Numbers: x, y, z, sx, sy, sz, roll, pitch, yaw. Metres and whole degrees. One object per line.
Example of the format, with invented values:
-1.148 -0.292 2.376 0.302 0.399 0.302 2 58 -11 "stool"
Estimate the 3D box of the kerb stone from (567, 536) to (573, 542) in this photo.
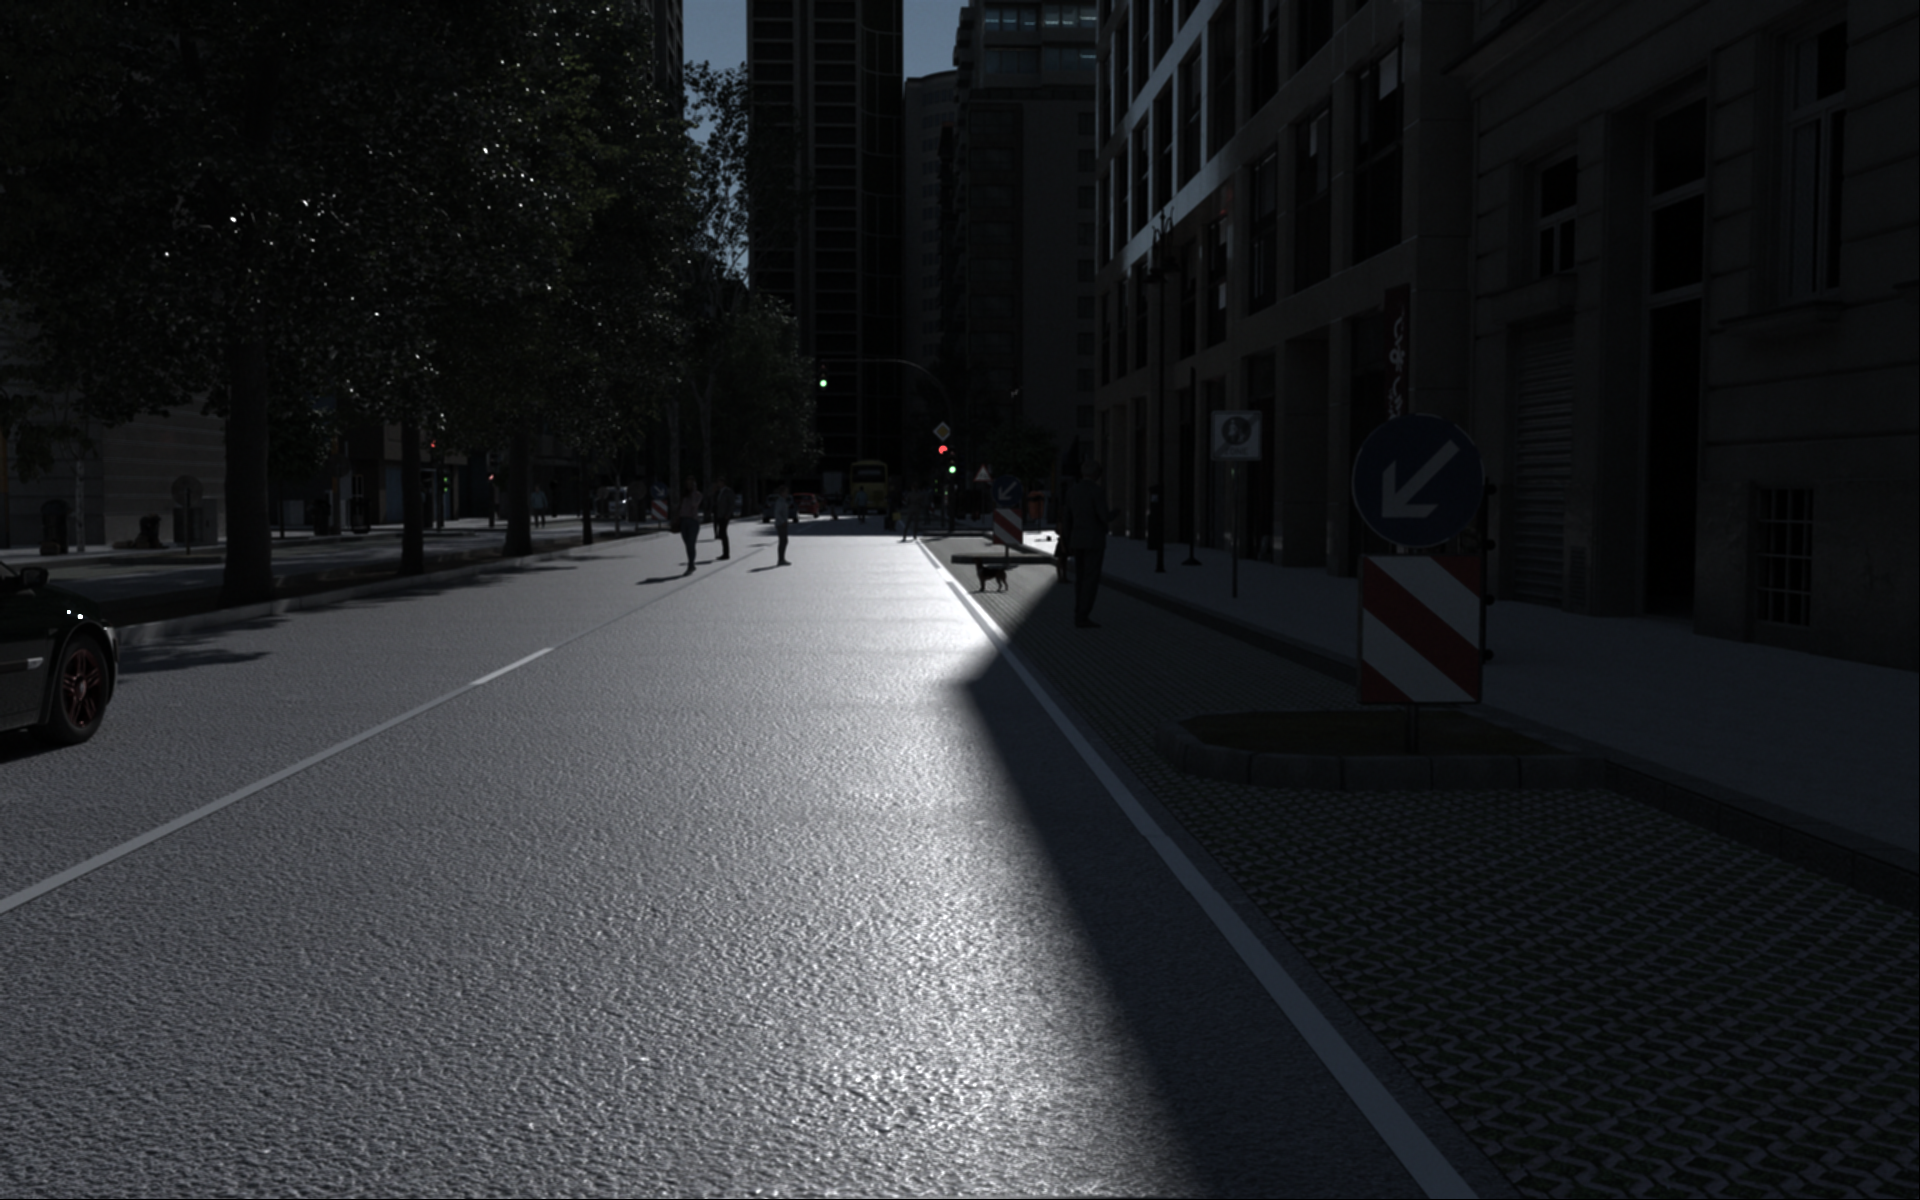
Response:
-11.780 -1.801 51.649 0.120 0.150 1.000 0 4 -3 "kerb stone"

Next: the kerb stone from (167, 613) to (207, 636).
-8.064 0.266 17.896 0.120 0.150 1.000 0 4 -3 "kerb stone"

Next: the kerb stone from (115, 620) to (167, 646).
-8.015 0.326 16.870 0.120 0.150 1.000 0 4 -3 "kerb stone"

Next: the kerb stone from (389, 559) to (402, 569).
-10.908 -0.673 33.192 0.120 0.150 1.000 0 4 -3 "kerb stone"

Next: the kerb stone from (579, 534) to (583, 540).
-11.864 -1.927 53.701 0.120 0.150 1.000 0 4 -3 "kerb stone"

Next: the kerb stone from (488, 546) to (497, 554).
-11.286 -1.171 41.379 0.120 0.150 1.000 0 4 -3 "kerb stone"

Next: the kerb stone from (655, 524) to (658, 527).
-12.713 -3.021 71.596 0.120 0.150 1.000 0 4 -3 "kerb stone"

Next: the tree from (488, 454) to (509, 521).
-21.819 -5.442 83.578 1.663 3.219 1.824 0 3 0 "tree"

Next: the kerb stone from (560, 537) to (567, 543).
-11.728 -1.736 50.629 0.120 0.150 1.000 0 4 -3 "kerb stone"

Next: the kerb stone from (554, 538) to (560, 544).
-11.672 -1.676 49.601 0.120 0.150 1.000 0 4 -3 "kerb stone"

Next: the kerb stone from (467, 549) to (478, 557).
-11.188 -1.048 39.330 0.120 0.150 1.000 0 4 -3 "kerb stone"

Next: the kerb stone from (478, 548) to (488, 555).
-11.232 -1.102 40.358 0.120 0.150 1.000 0 4 -3 "kerb stone"

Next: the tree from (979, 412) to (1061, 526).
2.397 -5.225 69.145 4.285 4.588 4.351 0 3 0 "tree"

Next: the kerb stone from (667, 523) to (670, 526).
-12.915 -3.273 75.706 0.120 0.150 1.000 0 4 -3 "kerb stone"

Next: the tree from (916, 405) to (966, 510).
-0.849 -11.459 137.712 4.360 8.622 3.978 0 3 0 "tree"

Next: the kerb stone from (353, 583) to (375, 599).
-8.366 -0.113 24.038 0.120 0.150 1.000 0 4 -3 "kerb stone"

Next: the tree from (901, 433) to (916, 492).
-4.278 -14.384 185.545 4.360 8.622 3.978 0 3 0 "tree"

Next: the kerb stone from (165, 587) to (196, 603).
-10.416 -0.046 22.953 0.120 0.150 1.000 0 4 -3 "kerb stone"

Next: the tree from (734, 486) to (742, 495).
-27.406 -13.344 212.774 1.663 3.219 1.824 0 3 0 "tree"

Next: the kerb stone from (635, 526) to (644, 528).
-12.525 -2.771 67.499 0.120 0.150 1.000 0 4 -3 "kerb stone"

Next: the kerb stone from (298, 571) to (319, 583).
-10.660 -0.359 28.069 0.120 0.150 1.000 0 4 -3 "kerb stone"

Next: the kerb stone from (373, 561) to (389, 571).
-10.856 -0.610 32.169 0.120 0.150 1.000 0 4 -3 "kerb stone"

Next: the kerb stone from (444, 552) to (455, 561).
-11.100 -0.923 37.283 0.120 0.150 1.000 0 4 -3 "kerb stone"

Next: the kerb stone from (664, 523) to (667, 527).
-12.869 -3.205 74.681 0.120 0.150 1.000 0 4 -3 "kerb stone"

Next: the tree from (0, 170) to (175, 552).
-19.507 -5.380 38.333 4.360 8.622 3.978 0 3 0 "tree"

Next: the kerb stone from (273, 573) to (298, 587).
-10.613 -0.296 27.042 0.120 0.150 1.000 0 4 -3 "kerb stone"

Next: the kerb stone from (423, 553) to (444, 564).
-11.039 -0.860 36.262 0.120 0.150 1.000 0 4 -3 "kerb stone"

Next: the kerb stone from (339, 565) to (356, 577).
-10.761 -0.485 30.125 0.120 0.150 1.000 0 4 -3 "kerb stone"

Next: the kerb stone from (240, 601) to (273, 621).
-8.172 0.138 19.944 0.120 0.150 1.000 0 4 -3 "kerb stone"

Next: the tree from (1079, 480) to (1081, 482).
7.737 -7.647 119.629 1.663 3.219 1.824 0 3 0 "tree"

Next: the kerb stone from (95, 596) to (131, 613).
-10.319 0.079 20.902 0.120 0.150 1.000 0 4 -3 "kerb stone"

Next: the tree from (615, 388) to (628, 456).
-23.525 -12.834 135.586 9.928 11.665 9.643 0 3 0 "tree"

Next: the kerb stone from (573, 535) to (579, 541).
-11.817 -1.864 52.671 0.120 0.150 1.000 0 4 -3 "kerb stone"

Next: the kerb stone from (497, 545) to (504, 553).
-11.331 -1.236 42.401 0.120 0.150 1.000 0 4 -3 "kerb stone"

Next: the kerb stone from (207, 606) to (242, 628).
-8.114 0.204 18.917 0.120 0.150 1.000 0 4 -3 "kerb stone"

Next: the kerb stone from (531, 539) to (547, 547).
-11.576 -1.548 47.540 0.120 0.150 1.000 0 4 -3 "kerb stone"

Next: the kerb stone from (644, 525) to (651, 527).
-12.618 -2.897 69.554 0.120 0.150 1.000 0 4 -3 "kerb stone"

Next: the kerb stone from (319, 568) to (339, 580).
-10.699 -0.422 29.101 0.120 0.150 1.000 0 4 -3 "kerb stone"

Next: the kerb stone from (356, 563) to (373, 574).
-10.815 -0.547 31.145 0.120 0.150 1.000 0 4 -3 "kerb stone"

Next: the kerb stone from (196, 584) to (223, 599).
-10.458 -0.109 23.974 0.120 0.150 1.000 0 4 -3 "kerb stone"

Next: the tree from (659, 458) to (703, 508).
-23.963 -9.976 146.828 4.285 4.588 4.351 0 3 0 "tree"

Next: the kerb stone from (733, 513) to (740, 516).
-14.716 -5.590 113.589 0.120 0.150 1.000 0 4 -3 "kerb stone"

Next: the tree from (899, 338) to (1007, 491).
-0.213 -10.396 104.381 7.601 10.594 8.767 0 4 -2 "tree"

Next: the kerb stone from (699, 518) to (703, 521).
-13.690 -4.274 92.072 0.120 0.150 1.000 0 4 -3 "kerb stone"

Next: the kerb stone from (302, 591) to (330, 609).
-8.259 0.012 21.993 0.120 0.150 1.000 0 4 -3 "kerb stone"

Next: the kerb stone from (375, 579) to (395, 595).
-8.415 -0.176 25.071 0.120 0.150 1.000 0 4 -3 "kerb stone"

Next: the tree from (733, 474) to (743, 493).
-27.416 -13.792 209.217 4.285 4.588 4.351 0 3 0 "tree"

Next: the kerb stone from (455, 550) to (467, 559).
-11.134 -0.985 38.308 0.120 0.150 1.000 0 4 -3 "kerb stone"

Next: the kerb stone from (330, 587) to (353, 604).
-8.311 -0.050 23.015 0.120 0.150 1.000 0 4 -3 "kerb stone"

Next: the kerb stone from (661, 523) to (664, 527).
-12.819 -3.147 73.642 0.120 0.150 1.000 0 4 -3 "kerb stone"

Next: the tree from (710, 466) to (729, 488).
-24.689 -10.983 163.289 4.285 4.588 4.351 0 3 0 "tree"

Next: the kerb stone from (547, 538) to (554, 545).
-11.625 -1.613 48.573 0.120 0.150 1.000 0 4 -3 "kerb stone"

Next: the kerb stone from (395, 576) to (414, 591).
-8.460 -0.239 26.101 0.120 0.150 1.000 0 4 -3 "kerb stone"

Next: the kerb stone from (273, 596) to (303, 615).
-8.215 0.075 20.965 0.120 0.150 1.000 0 4 -3 "kerb stone"

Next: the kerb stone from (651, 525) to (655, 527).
-12.669 -2.959 70.575 0.120 0.150 1.000 0 4 -3 "kerb stone"

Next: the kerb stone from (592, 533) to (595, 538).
-11.968 -2.049 55.742 0.120 0.150 1.000 0 4 -3 "kerb stone"

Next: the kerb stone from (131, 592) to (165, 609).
-10.364 0.018 21.927 0.120 0.150 1.000 0 4 -3 "kerb stone"

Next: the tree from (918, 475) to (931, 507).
-3.526 -11.153 176.959 1.663 3.219 1.824 0 3 0 "tree"

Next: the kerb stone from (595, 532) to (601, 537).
-12.071 -2.177 57.783 0.120 0.150 1.000 0 4 -3 "kerb stone"
